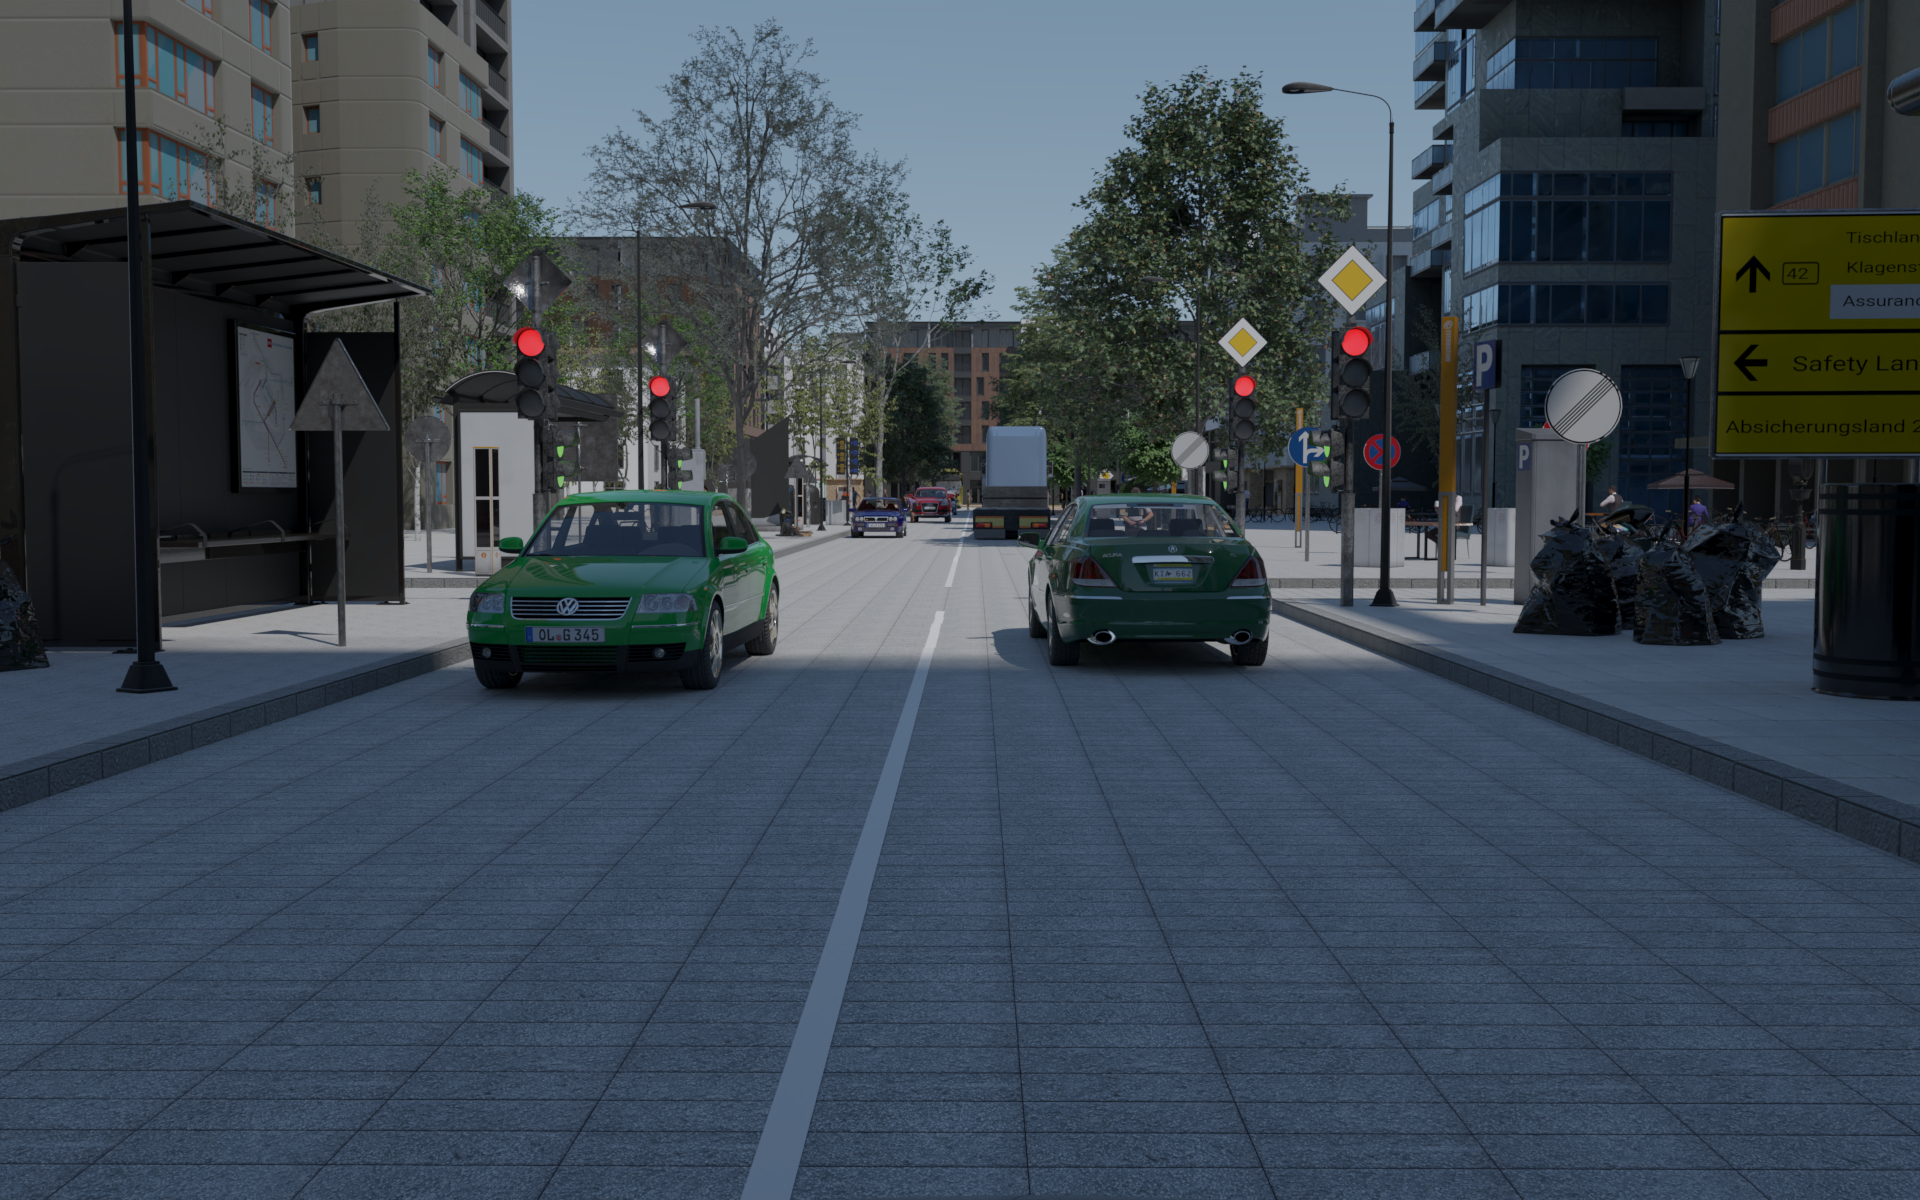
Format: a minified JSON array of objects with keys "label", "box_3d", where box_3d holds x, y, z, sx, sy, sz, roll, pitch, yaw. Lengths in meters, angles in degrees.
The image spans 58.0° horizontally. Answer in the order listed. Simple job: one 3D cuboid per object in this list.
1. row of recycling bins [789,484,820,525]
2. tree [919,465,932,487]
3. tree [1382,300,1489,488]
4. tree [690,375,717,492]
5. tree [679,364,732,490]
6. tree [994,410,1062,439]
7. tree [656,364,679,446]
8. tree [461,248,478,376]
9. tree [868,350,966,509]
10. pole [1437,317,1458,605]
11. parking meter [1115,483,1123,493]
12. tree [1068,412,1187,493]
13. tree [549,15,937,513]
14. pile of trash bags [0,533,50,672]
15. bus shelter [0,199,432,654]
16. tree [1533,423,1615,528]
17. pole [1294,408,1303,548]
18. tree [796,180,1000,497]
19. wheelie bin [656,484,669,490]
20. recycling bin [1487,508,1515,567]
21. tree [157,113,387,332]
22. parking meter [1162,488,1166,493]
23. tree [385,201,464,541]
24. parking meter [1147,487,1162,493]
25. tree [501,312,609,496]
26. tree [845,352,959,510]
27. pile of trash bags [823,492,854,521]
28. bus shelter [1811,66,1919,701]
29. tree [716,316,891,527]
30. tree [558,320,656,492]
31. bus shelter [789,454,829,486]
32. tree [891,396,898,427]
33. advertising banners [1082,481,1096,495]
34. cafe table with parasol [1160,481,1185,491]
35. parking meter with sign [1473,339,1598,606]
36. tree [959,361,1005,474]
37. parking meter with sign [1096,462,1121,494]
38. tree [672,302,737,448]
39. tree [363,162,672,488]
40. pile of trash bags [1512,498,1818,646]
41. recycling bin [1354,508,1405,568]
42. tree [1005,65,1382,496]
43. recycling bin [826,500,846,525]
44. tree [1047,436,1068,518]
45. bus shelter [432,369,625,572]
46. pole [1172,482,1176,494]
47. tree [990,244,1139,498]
[{"label":"row of recycling bins","box_3d":[-6.837,-4.098,74.115,1.069,1.692,3.534,-1,4,-23]},{"label":"tree","box_3d":[-4.009,-13.979,178.920,4.737,8.622,4.395,0,3,0]},{"label":"tree","box_3d":[18.152,-7.022,65.168,4.360,8.622,3.978,0,3,0]},{"label":"tree","box_3d":[-14.197,-9.213,100.988,4.737,8.622,4.395,0,3,0]},{"label":"tree","box_3d":[-14.285,-8.830,94.736,4.360,8.622,3.978,0,3,0]},{"label":"tree","box_3d":[6.207,-12.103,132.298,8.767,10.594,7.601,1,4,20]},{"label":"tree","box_3d":[-15.849,-7.962,80.545,4.360,8.622,3.978,0,3,0]},{"label":"tree","box_3d":[-15.009,-5.928,47.285,4.360,8.622,3.978,0,3,0]},{"label":"tree","box_3d":[-4.299,-15.066,152.987,9.857,13.997,8.962,0,3,0]},{"label":"pole","box_3d":[5.648,-1.603,20.056,0.158,3.312,0.155,0,3,0]},{"label":"parking meter","box_3d":[8.444,-5.277,91.995,0.399,1.863,0.255,0,4,4]},{"label":"tree","box_3d":[6.519,-4.498,57.258,4.285,4.588,4.351,0,3,0]},{"label":"tree","box_3d":[-5.690,-8.231,44.940,12.009,13.543,11.850,0,3,0]},{"label":"pile of trash bags","box_3d":[-8.172,-0.117,11.665,1.912,1.369,3.447,2,4,25]},{"label":"bus shelter","box_3d":[-6.963,-1.571,16.970,1.731,3.624,6.357,0,4,1]},{"label":"tree","box_3d":[23.127,-5.020,65.784,4.285,4.588,4.351,0,3,0]},{"label":"pole","box_3d":[8.066,-2.898,41.222,0.158,3.312,0.155,0,3,0]},{"label":"tree","box_3d":[-3.825,-15.083,102.493,12.611,20.169,13.585,0,3,0]},{"label":"wheelie bin","box_3d":[-8.917,-2.680,51.722,0.693,1.594,0.980,-1,4,-23]},{"label":"recycling bin","box_3d":[9.789,-1.111,30.714,0.722,1.027,0.722,-1,4,-19]},{"label":"tree","box_3d":[-14.108,-5.059,33.084,4.360,8.622,3.978,0,3,0]},{"label":"parking meter","box_3d":[7.618,-3.498,65.597,0.372,1.533,0.369,0,3,0]},{"label":"tree","box_3d":[-14.225,-5.525,40.697,4.360,8.622,3.978,0,3,0]},{"label":"parking meter","box_3d":[6.782,-3.226,61.153,0.372,1.533,0.369,0,3,0]},{"label":"tree","box_3d":[-15.216,-7.082,66.157,4.737,8.622,4.395,0,3,0]},{"label":"tree","box_3d":[-4.664,-13.659,140.332,9.611,12.733,9.660,0,3,0]},{"label":"pile of trash bags","box_3d":[-5.835,-4.451,82.533,1.912,1.369,3.447,1,4,14]},{"label":"bus shelter","box_3d":[5.666,-1.799,7.044,2.179,5.291,8.768,0,4,1]},{"label":"tree","box_3d":[-5.959,-7.084,66.183,4.737,8.622,4.395,0,3,0]},{"label":"tree","box_3d":[-15.427,-7.486,72.756,4.360,8.622,3.978,0,3,0]},{"label":"bus shelter","box_3d":[-8.080,-5.918,90.688,2.014,3.302,5.546,0,4,0]},{"label":"tree","box_3d":[-4.934,-7.853,78.754,4.737,8.622,4.395,0,3,0]},{"label":"advertising banners","box_3d":[7.741,-6.403,100.873,2.074,3.025,0.090,-3,5,-43]},{"label":"cafe table with parasol","box_3d":[10.795,-4.970,86.128,2.610,1.966,2.610,3,4,37]},{"label":"parking meter with sign","box_3d":[6.825,-1.448,19.943,1.738,3.016,0.543,-1,4,-9]},{"label":"tree","box_3d":[5.867,-12.403,119.801,9.611,12.733,9.660,0,3,0]},{"label":"parking meter with sign","box_3d":[7.082,-5.466,85.628,1.738,3.016,0.543,0,4,5]},{"label":"tree","box_3d":[-14.674,-9.859,86.950,9.928,11.665,9.643,0,3,0]},{"label":"tree","box_3d":[-15.247,-7.921,55.270,9.928,11.665,9.643,0,3,0]},{"label":"pile of trash bags","box_3d":[6.565,-0.335,15.224,1.912,1.369,3.447,-2,4,-29]},{"label":"recycling bin","box_3d":[7.356,-1.097,30.483,0.722,1.027,0.722,3,4,38]},{"label":"tree","box_3d":[6.356,-7.922,46.526,9.611,12.733,9.660,0,3,0]},{"label":"recycling bin","box_3d":[-5.116,-3.599,71.401,0.722,1.027,0.722,0,4,8]},{"label":"tree","box_3d":[5.680,-6.664,92.664,4.285,4.588,4.351,0,3,0]},{"label":"bus shelter","box_3d":[-7.534,-2.264,30.938,2.014,3.302,5.546,0,4,0]},{"label":"pole","box_3d":[7.433,-4.058,60.189,0.158,3.312,0.155,0,3,0]},{"label":"tree","box_3d":[5.238,-9.845,79.091,7.486,12.596,7.792,0,3,0]}]
